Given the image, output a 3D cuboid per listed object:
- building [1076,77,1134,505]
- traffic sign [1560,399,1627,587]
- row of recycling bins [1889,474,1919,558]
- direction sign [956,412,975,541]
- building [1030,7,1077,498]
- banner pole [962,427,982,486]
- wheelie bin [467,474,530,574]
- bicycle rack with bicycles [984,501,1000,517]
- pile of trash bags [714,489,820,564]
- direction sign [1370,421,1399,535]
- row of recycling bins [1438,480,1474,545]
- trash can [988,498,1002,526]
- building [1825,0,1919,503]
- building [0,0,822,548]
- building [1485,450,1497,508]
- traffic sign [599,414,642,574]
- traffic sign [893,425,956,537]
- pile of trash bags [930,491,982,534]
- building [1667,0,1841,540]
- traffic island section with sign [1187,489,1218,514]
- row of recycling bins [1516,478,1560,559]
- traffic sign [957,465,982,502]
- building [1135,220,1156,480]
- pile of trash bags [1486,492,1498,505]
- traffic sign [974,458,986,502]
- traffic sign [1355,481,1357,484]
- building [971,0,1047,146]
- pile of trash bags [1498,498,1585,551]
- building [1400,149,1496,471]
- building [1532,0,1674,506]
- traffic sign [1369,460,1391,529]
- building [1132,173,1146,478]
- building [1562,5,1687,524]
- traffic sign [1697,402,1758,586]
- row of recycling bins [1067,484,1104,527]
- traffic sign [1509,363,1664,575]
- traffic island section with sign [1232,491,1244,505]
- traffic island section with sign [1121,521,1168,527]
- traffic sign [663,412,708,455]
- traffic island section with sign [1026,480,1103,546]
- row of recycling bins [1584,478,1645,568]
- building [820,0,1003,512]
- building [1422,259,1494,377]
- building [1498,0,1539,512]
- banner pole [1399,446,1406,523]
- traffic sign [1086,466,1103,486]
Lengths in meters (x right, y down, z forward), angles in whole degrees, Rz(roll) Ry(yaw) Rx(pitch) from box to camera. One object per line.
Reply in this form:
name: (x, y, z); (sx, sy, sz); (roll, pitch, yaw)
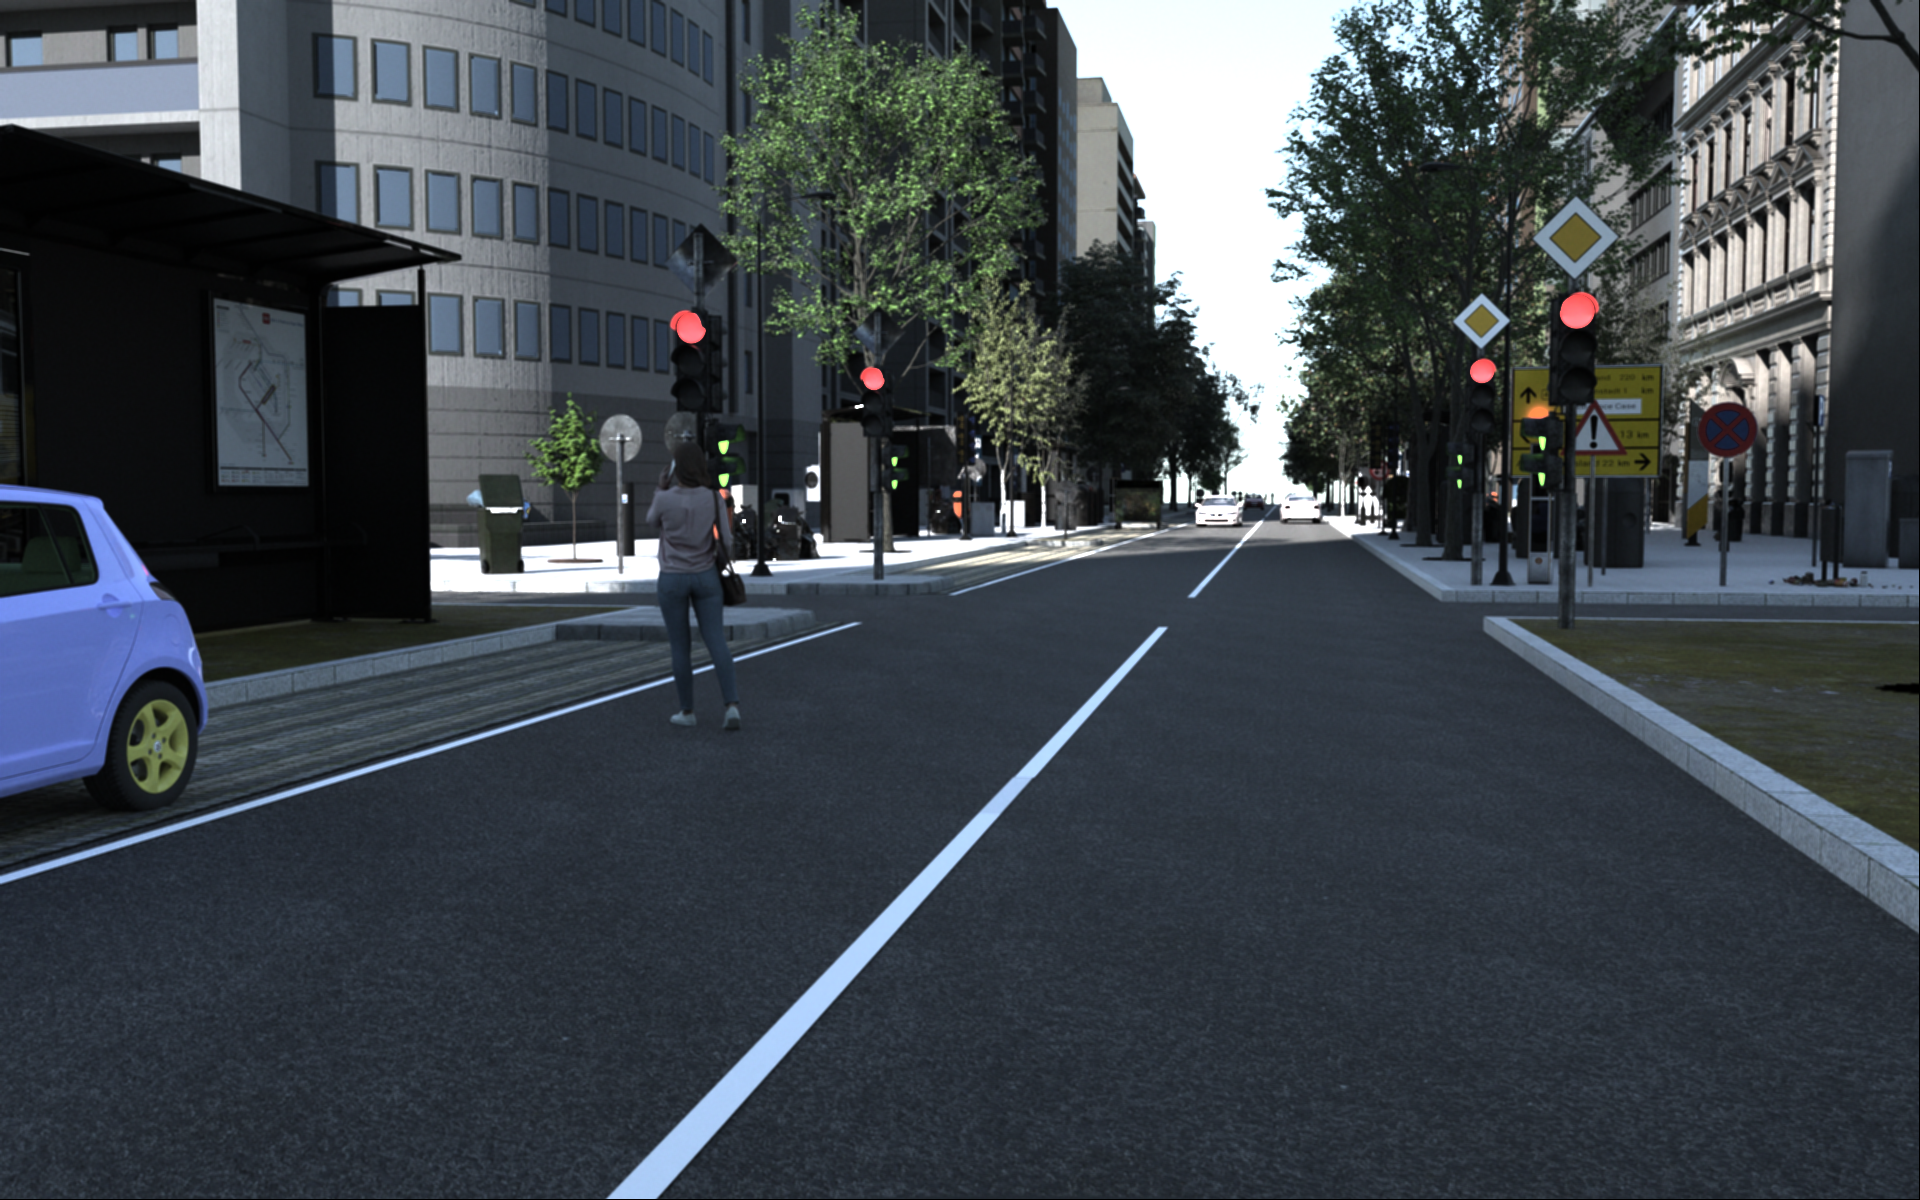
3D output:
building: (9.083, -35.672, 206.934); (21.300, 48.544, 21.600); (1, 4, 11)
traffic sign: (8.716, -1.460, 23.880); (0.884, 2.594, 0.081); (1, 4, 11)
row of recycling bins: (19.628, -1.777, 36.170); (1.069, 1.692, 3.534); (1, 4, 23)
direction sign: (0.162, -3.419, 47.898); (0.379, 3.537, 0.876); (2, 4, 35)
building: (2.991, -31.139, 159.233); (14.600, 45.320, 14.200); (1, 4, 11)
banner pole: (0.434, -4.558, 64.533); (0.863, 3.779, 0.401); (1, 4, 16)
wheelie bin: (-7.443, -1.222, 27.895); (0.980, 1.594, 0.693); (-2, 4, -28)
bicycle rack with bicycles: (2.117, -4.796, 91.789); (2.852, 0.926, 2.925); (-1, 4, -20)
pile of trash bags: (-4.024, -1.442, 33.325); (1.912, 1.369, 3.447); (1, 4, 15)
direction sign: (13.207, -3.789, 53.943); (0.876, 3.537, 0.379); (1, 4, 8)
row of recycling bins: (12.990, -2.333, 45.262); (1.069, 1.692, 3.534); (1, 4, 13)
trash can: (1.484, -3.620, 70.840); (0.748, 1.137, 0.748); (0, 3, 0)
building: (33.857, -14.900, 37.117); (24.014, 27.812, 14.314); (1, 4, 11)
building: (-18.145, -31.229, 52.597); (21.231, 58.520, 28.212); (1, 4, 11)
building: (53.200, -50.651, 140.821); (22.319, 86.520, 31.000); (1, 4, 11)
traffic sign: (-5.431, -1.685, 27.656); (0.768, 2.556, 0.104); (1, 4, 18)
traffic sign: (-1.246, -3.531, 51.597); (2.265, 3.308, 0.079); (1, 4, 11)
pile of trash bags: (-0.024, -2.888, 56.967); (1.912, 1.369, 3.447); (0, 4, -2)
building: (30.343, -13.869, 55.643); (11.050, 23.489, 19.941); (1, 4, 11)
traffic island section with sign: (17.312, -7.078, 124.351); (1.989, 1.847, 2.006); (1, 4, 11)
row of recycling bins: (12.073, -1.760, 35.893); (1.069, 1.692, 3.534); (1, 4, 19)
traffic sign: (0.319, -3.666, 59.941); (0.884, 2.594, 0.081); (1, 4, 13)
building: (20.973, -34.819, 252.887); (14.154, 41.232, 14.086); (1, 4, 11)
pile of trash bags: (29.486, -4.984, 91.240); (3.447, 1.369, 1.912); (1, 4, 9)
traffic sign: (0.542, -3.713, 60.816); (0.768, 2.556, 0.104); (1, 4, 18)
traffic sign: (21.426, -5.626, 91.992); (0.884, 2.594, 0.081); (1, 4, 17)
building: (-5.110, -29.619, 138.901); (22.147, 44.769, 28.867); (1, 4, 11)
pile of trash bags: (13.788, -1.868, 40.298); (1.912, 1.369, 3.447); (1, 4, 10)
building: (67.278, -34.697, 221.913); (22.147, 44.769, 28.867); (1, 4, 11)
building: (42.525, -25.869, 106.546); (14.154, 41.232, 14.086); (1, 4, 11)
traffic sign: (15.554, -3.919, 64.190); (0.768, 2.556, 0.104); (1, 4, 18)
building: (13.214, -35.339, 232.424); (22.147, 44.769, 28.867); (1, 4, 11)
building: (37.303, -15.956, 79.940); (14.314, 24.678, 30.058); (1, 4, 11)
traffic sign: (10.653, -1.468, 24.108); (0.768, 2.556, 0.104); (1, 4, 20)
row of recycling bins: (4.842, -3.803, 69.285); (1.069, 1.692, 3.534); (1, 4, 13)
traffic sign: (9.880, -2.051, 27.413); (2.265, 3.308, 0.079); (1, 4, 18)
traffic island section with sign: (37.611, -13.660, 231.961); (1.989, 1.847, 2.006); (1, 4, 11)
traffic island section with sign: (8.005, -4.061, 75.017); (1.989, 1.847, 2.006); (1, 4, 11)
traffic sign: (-4.108, -1.587, 26.047); (0.768, 2.556, 0.104); (1, 4, 13)
traffic island section with sign: (2.952, -2.420, 48.197); (1.989, 1.847, 2.006); (1, 4, 11)
row of recycling bins: (11.900, -1.494, 31.538); (1.069, 1.692, 3.534); (1, 4, 20)
building: (-7.979, -41.300, 113.507); (20.563, 71.187, 20.611); (1, 4, 11)
building: (60.601, -26.287, 201.491); (14.160, 30.474, 14.107); (1, 4, 11)
building: (45.247, -28.756, 120.274); (14.600, 45.320, 14.200); (1, 4, 11)
banner pole: (19.464, -5.287, 76.463); (0.401, 3.779, 0.863); (-2, 4, -29)
traffic sign: (6.000, -4.727, 77.397); (0.768, 2.556, 0.104); (1, 4, 17)
